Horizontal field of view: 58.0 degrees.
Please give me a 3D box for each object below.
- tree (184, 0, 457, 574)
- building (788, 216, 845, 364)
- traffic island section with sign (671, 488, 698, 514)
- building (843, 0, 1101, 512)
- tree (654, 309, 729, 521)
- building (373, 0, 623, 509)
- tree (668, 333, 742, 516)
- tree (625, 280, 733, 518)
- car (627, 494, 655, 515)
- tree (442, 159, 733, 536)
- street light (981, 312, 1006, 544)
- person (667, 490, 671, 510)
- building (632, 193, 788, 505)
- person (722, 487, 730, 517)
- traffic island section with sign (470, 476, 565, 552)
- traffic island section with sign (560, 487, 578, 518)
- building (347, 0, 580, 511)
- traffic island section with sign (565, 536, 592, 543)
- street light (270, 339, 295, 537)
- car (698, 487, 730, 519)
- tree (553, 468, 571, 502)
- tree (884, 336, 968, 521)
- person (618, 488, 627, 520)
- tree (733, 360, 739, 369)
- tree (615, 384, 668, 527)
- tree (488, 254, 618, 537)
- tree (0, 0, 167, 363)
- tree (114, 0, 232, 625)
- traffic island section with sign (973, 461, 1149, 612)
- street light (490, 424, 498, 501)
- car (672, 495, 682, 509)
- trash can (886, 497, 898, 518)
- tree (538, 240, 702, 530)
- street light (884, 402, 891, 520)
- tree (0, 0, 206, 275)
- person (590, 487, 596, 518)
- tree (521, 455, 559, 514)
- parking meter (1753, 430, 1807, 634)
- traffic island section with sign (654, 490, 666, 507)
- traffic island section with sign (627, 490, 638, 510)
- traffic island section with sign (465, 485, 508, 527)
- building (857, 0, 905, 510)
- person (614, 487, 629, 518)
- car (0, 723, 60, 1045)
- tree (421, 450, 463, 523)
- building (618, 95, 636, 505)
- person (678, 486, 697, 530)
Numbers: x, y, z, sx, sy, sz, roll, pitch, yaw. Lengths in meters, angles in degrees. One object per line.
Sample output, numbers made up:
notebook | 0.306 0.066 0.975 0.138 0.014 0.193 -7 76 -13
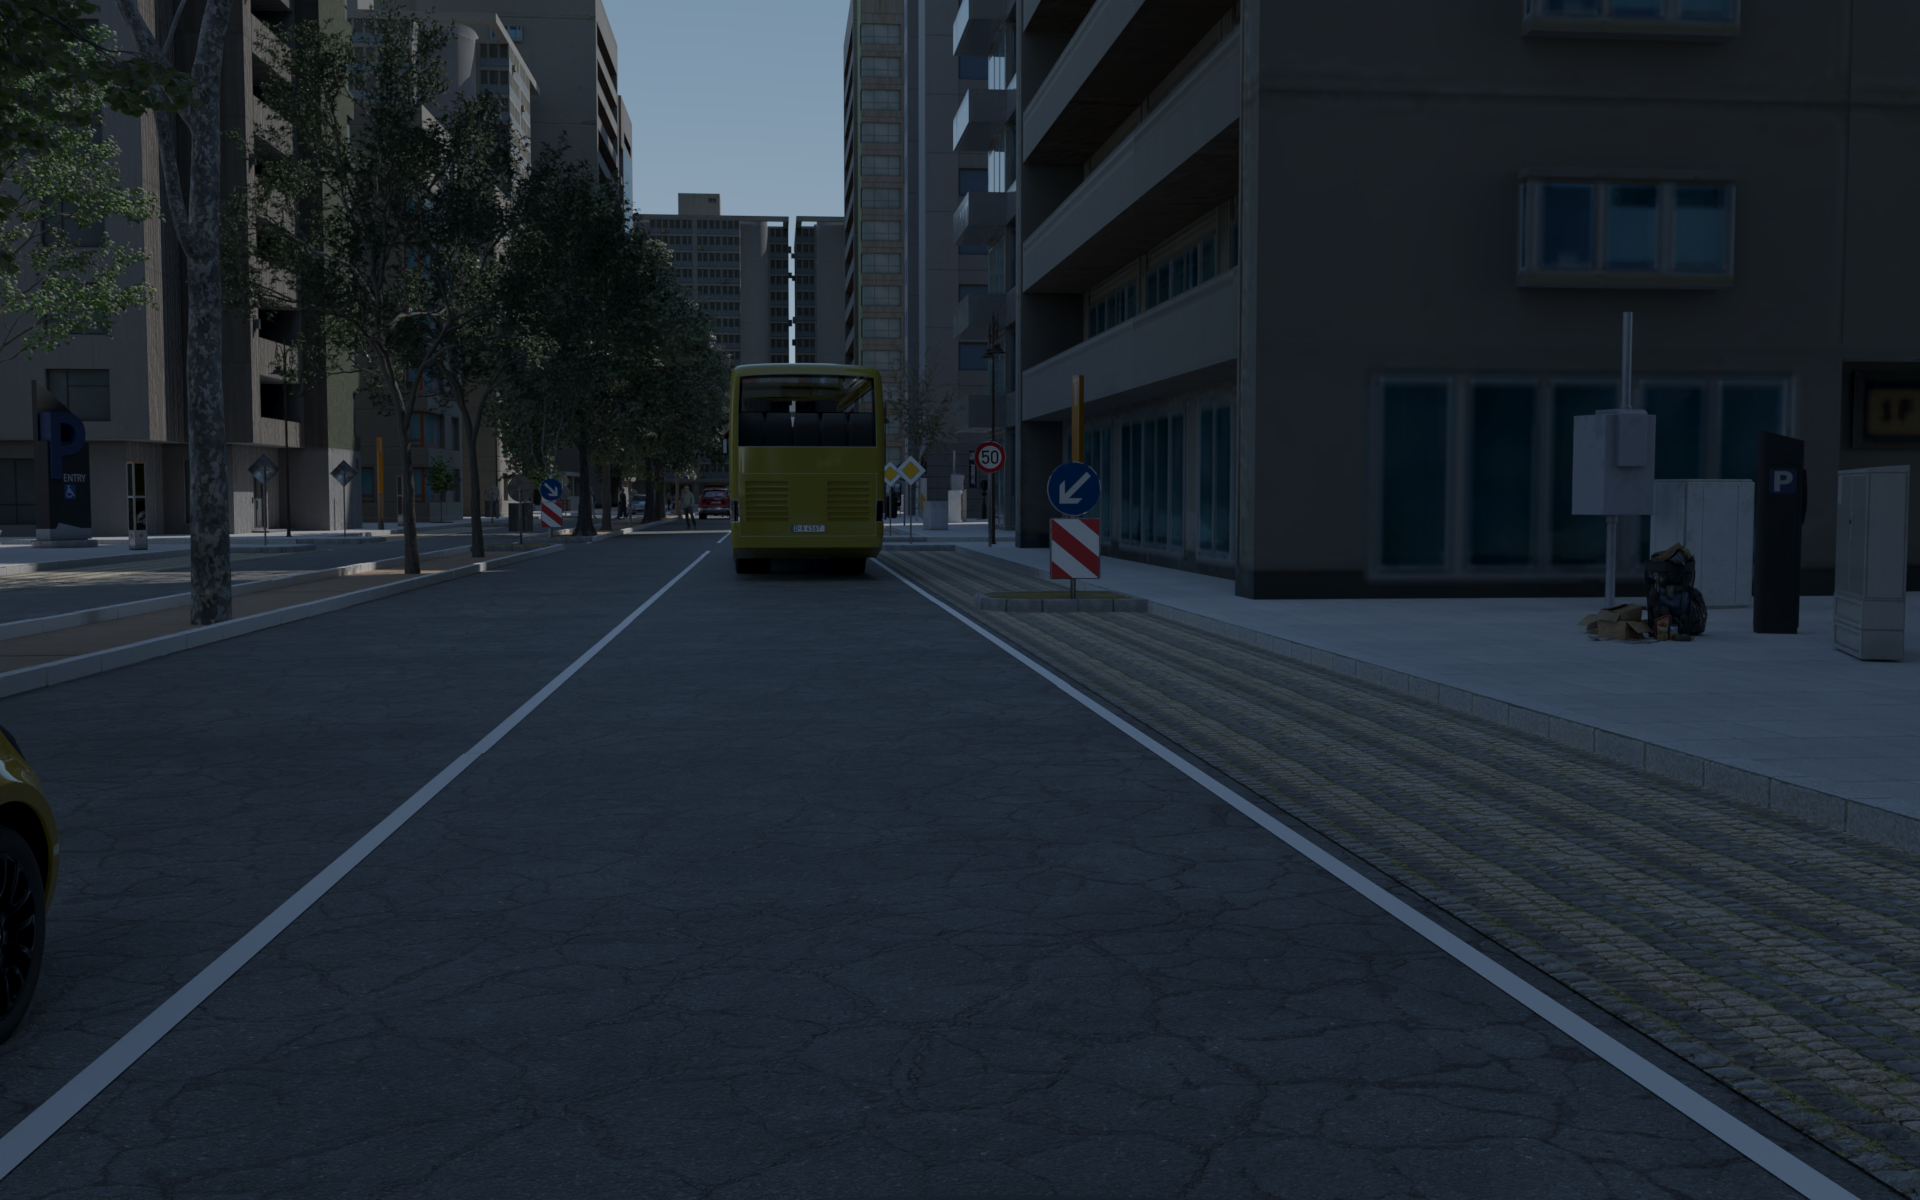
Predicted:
tree | -9.799 -5.756 30.981 8.767 10.594 7.601 0 4 -6
building | -10.069 -32.819 228.464 23.993 40.220 32.217 0 4 -6
traffic island section with sign | -19.979 -7.204 125.917 2.006 1.907 1.989 0 4 -6
building | 0.306 -32.880 161.284 21.300 48.544 21.600 0 4 -6
tree | -16.139 -10.051 92.544 9.928 11.665 9.643 0 3 0
building | -42.926 -32.728 158.806 21.300 48.544 21.600 0 4 -6
tree | -18.645 -12.303 113.986 12.009 13.543 11.850 0 3 0
tree | -17.766 -11.818 102.330 9.857 13.997 8.962 0 3 0
car | -21.964 -6.600 119.915 2.014 1.417 4.499 0 4 -5
tree | -12.855 -8.538 59.067 9.611 12.733 9.660 0 3 0
street light | 0.848 -4.365 44.154 0.468 5.910 1.993 0 4 -6
person | -25.663 -8.833 152.929 0.705 1.823 1.348 -1 4 -11
building | -33.982 -32.695 226.444 23.993 40.220 32.217 0 4 -6
person | -14.504 -6.106 107.701 0.648 1.900 0.474 0 4 -1
traffic island section with sign | -11.213 -2.183 43.836 2.006 1.907 1.989 0 4 -6
traffic island section with sign | -23.257 -5.723 102.201 1.989 1.847 2.006 0 4 -6
building | -46.680 -27.099 134.954 32.217 40.220 23.993 0 4 -6
traffic island section with sign | -11.990 -2.634 51.203 2.006 1.907 1.989 0 4 -6
street light | -20.111 -4.827 51.717 0.468 5.910 1.993 0 4 -6
car | -13.947 -5.571 99.758 2.281 1.827 5.304 0 4 -5
tree | -28.407 -7.776 121.734 1.663 3.219 1.824 0 3 0
tree | -1.824 -8.029 81.640 4.360 8.622 3.978 0 3 0
person | -18.838 -5.375 96.799 0.576 1.772 0.534 1 4 17
tree | -14.883 -9.986 82.739 9.611 12.733 9.660 0 3 0
tree | -14.370 -7.496 75.374 4.737 8.622 4.395 0 3 0
tree | -12.364 -6.074 52.131 4.360 8.622 3.978 0 3 0
tree | -19.176 -6.546 32.779 9.928 11.665 9.643 0 3 0
tree | -9.516 -9.833 19.124 12.611 20.169 13.585 0 3 0
traffic island section with sign | 1.201 -0.804 21.780 1.989 1.847 2.006 0 4 -6
street light | -24.493 -7.262 91.515 0.468 5.910 1.993 0 4 -6
car | -26.938 -9.508 168.040 1.945 1.354 3.894 0 4 -4
trash can | -3.600 -4.883 91.485 0.748 1.137 0.748 0 3 0
tree | -14.127 -9.048 68.512 7.486 12.596 7.792 0 3 0
street light | -3.736 -6.962 86.617 0.468 5.910 1.993 0 4 -6
tree | -7.852 -5.429 9.346 7.486 12.596 7.792 0 3 0
person | -21.788 -5.732 102.093 0.818 1.842 0.514 0 4 2
tree | -27.675 -7.867 112.342 4.285 4.588 4.351 0 3 0
parking meter | 7.556 -0.626 15.950 0.399 1.863 0.255 1 4 16
traffic island section with sign | -31.441 -10.416 178.923 1.989 1.847 2.006 0 4 -6
traffic island section with sign | -28.578 -8.776 152.120 1.989 1.847 2.006 0 4 -6
traffic island section with sign | -20.386 -4.084 75.398 1.989 1.847 2.006 0 4 -6
building | -1.461 -28.097 142.976 14.154 41.232 14.086 0 4 -6
person | -20.001 -5.732 102.315 0.850 1.850 0.679 0 4 7
car | -3.209 0.429 3.214 2.015 1.641 3.980 0 4 -5
tree | -22.980 -5.022 76.703 1.663 3.219 1.824 0 3 0
building | -43.612 -33.051 190.491 14.200 45.320 14.600 0 4 -6
person | -11.050 -3.728 69.946 0.782 1.767 0.515 1 4 19
